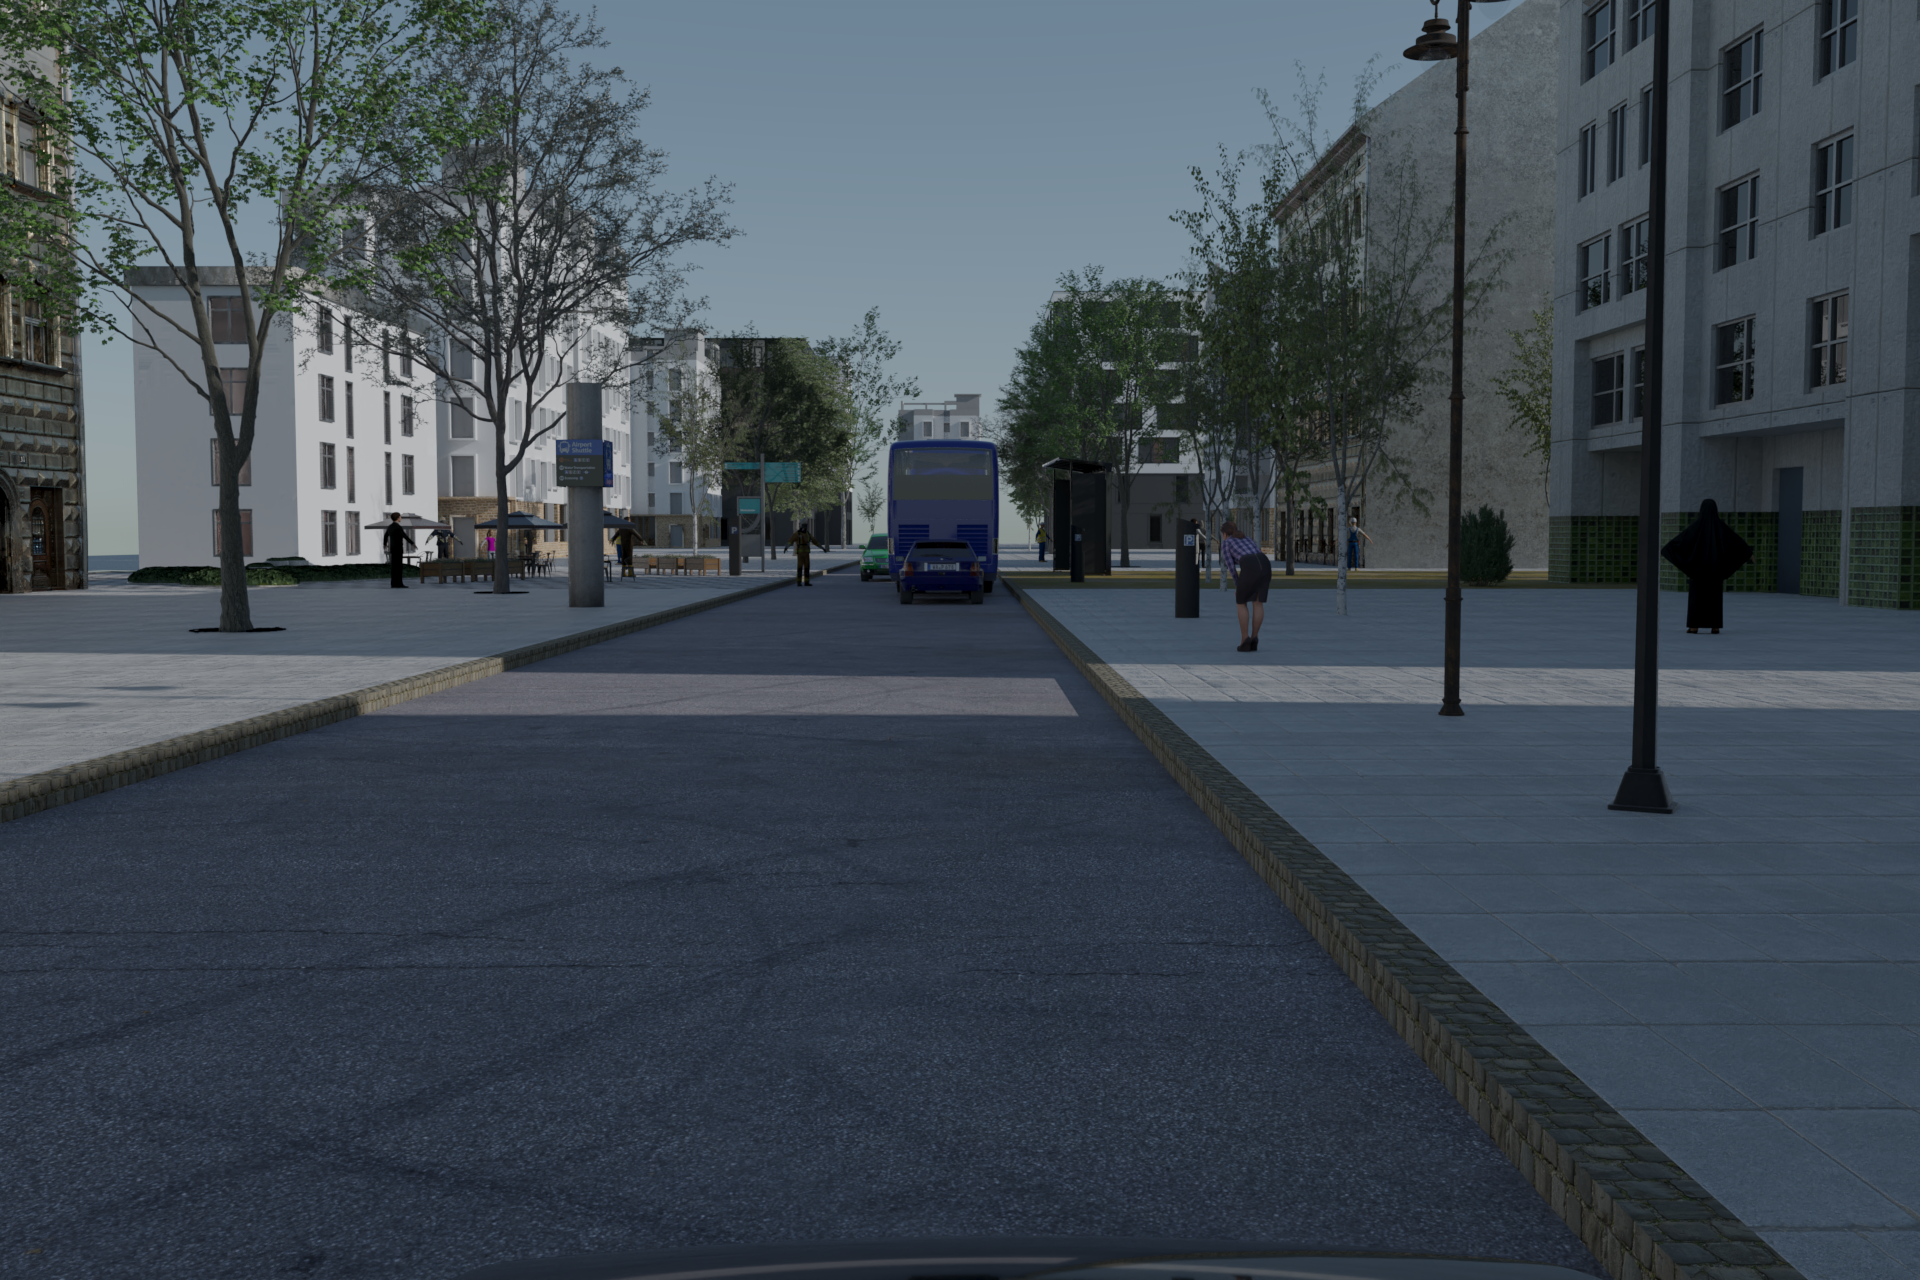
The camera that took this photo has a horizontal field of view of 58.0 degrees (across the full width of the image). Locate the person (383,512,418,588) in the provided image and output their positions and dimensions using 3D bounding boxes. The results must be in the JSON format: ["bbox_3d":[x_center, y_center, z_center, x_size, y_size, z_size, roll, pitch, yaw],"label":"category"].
[{"bbox_3d":[-13.346,-2.137,41.122,1.347,1.806,0.705,3,4,39],"label":"person"}]

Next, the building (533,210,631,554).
[{"bbox_3d":[-27.008,-15.043,102.373,16.016,20.090,11.380,0,4,1],"label":"building"}]

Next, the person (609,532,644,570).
[{"bbox_3d":[-11.843,-3.391,61.707,1.348,1.796,0.705,1,4,15],"label":"person"}]

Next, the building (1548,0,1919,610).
[{"bbox_3d":[24.178,-10.019,30.265,16.747,18.905,31.486,0,3,0],"label":"building"}]

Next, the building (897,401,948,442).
[{"bbox_3d":[-8.285,-23.173,237.748,11.380,20.090,16.016,0,4,4],"label":"building"}]

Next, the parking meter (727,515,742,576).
[{"bbox_3d":[-6.957,-2.919,53.445,0.399,1.863,0.255,0,4,2],"label":"parking meter"}]

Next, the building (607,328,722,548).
[{"bbox_3d":[-28.897,-18.584,160.263,16.016,20.090,11.380,0,4,1],"label":"building"}]

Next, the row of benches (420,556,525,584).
[{"bbox_3d":[-13.090,-1.898,46.490,1.422,0.672,4.104,1,4,18],"label":"row of benches"}]

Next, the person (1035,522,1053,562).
[{"bbox_3d":[3.771,-4.467,79.012,0.705,1.833,1.349,3,4,36],"label":"person"}]

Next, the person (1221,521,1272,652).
[{"bbox_3d":[3.095,-0.592,18.950,0.421,1.427,0.697,-2,4,-29],"label":"person"}]

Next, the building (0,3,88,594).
[{"bbox_3d":[-29.450,-12.202,30.428,19.493,23.208,18.063,0,4,0],"label":"building"}]

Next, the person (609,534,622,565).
[{"bbox_3d":[-14.296,-4.039,72.497,0.721,1.772,1.216,2,4,25],"label":"person"}]

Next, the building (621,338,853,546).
[{"bbox_3d":[-26.932,-21.567,196.595,27.936,21.610,32.646,0,4,-1],"label":"building"}]

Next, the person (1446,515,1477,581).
[{"bbox_3d":[13.984,-2.518,47.304,1.347,1.817,0.704,0,4,7],"label":"person"}]

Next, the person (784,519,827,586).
[{"bbox_3d":[-4.282,-2.401,47.478,1.354,1.858,0.705,-3,4,-36],"label":"person"}]

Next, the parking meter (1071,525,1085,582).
[{"bbox_3d":[3.133,-2.306,46.113,0.372,1.533,0.369,0,3,0],"label":"parking meter"}]

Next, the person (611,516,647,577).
[{"bbox_3d":[-9.959,-2.800,51.917,1.346,1.812,0.704,2,4,29],"label":"person"}]

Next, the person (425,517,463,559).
[{"bbox_3d":[-17.547,-3.243,58.799,1.354,1.856,0.705,-3,5,-42],"label":"person"}]

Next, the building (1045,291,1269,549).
[{"bbox_3d":[21.777,-19.450,161.989,27.936,21.610,32.646,0,3,0],"label":"building"}]

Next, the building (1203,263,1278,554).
[{"bbox_3d":[22.419,-16.241,121.967,16.016,20.090,11.380,0,4,0],"label":"building"}]

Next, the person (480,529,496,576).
[{"bbox_3d":[-14.308,-2.674,52.990,0.599,1.433,0.991,2,4,34],"label":"person"}]

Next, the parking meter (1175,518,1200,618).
[{"bbox_3d":[3.489,-1.109,26.548,0.372,1.533,0.369,0,3,0],"label":"parking meter"}]

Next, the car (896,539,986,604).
[{"bbox_3d":[-0.398,-1.475,36.693,1.945,1.354,3.894,0,4,-1],"label":"car"}]

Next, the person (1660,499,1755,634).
[{"bbox_3d":[9.594,-0.949,22.301,1.214,1.737,0.721,1,4,9],"label":"person"}]

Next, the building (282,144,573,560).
[{"bbox_3d":[-26.878,-14.007,85.433,16.016,20.090,11.380,0,4,0],"label":"building"}]

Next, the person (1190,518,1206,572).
[{"bbox_3d":[7.846,-3.172,58.046,0.705,1.806,1.347,-3,5,-41],"label":"person"}]

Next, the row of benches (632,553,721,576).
[{"bbox_3d":[-8.909,-2.378,54.336,1.422,0.672,4.104,-3,5,-45],"label":"row of benches"}]

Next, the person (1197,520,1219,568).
[{"bbox_3d":[9.081,-3.614,65.224,1.348,1.813,0.705,2,4,27],"label":"person"}]

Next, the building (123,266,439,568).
[{"bbox_3d":[-25.436,-7.723,68.422,9.099,9.664,28.070,0,4,0],"label":"building"}]

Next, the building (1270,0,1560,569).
[{"bbox_3d":[24.219,-14.786,72.674,19.493,23.208,18.063,0,3,0],"label":"building"}]

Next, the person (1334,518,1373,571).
[{"bbox_3d":[13.746,-3.345,60.544,1.347,1.847,0.705,1,4,12],"label":"person"}]

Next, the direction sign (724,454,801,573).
[{"bbox_3d":[-6.560,-4.246,58.184,2.525,3.948,1.411,0,4,0],"label":"direction sign"}]

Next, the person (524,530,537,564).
[{"bbox_3d":[-16.828,-3.777,67.695,0.705,1.837,1.347,0,4,4],"label":"person"}]
